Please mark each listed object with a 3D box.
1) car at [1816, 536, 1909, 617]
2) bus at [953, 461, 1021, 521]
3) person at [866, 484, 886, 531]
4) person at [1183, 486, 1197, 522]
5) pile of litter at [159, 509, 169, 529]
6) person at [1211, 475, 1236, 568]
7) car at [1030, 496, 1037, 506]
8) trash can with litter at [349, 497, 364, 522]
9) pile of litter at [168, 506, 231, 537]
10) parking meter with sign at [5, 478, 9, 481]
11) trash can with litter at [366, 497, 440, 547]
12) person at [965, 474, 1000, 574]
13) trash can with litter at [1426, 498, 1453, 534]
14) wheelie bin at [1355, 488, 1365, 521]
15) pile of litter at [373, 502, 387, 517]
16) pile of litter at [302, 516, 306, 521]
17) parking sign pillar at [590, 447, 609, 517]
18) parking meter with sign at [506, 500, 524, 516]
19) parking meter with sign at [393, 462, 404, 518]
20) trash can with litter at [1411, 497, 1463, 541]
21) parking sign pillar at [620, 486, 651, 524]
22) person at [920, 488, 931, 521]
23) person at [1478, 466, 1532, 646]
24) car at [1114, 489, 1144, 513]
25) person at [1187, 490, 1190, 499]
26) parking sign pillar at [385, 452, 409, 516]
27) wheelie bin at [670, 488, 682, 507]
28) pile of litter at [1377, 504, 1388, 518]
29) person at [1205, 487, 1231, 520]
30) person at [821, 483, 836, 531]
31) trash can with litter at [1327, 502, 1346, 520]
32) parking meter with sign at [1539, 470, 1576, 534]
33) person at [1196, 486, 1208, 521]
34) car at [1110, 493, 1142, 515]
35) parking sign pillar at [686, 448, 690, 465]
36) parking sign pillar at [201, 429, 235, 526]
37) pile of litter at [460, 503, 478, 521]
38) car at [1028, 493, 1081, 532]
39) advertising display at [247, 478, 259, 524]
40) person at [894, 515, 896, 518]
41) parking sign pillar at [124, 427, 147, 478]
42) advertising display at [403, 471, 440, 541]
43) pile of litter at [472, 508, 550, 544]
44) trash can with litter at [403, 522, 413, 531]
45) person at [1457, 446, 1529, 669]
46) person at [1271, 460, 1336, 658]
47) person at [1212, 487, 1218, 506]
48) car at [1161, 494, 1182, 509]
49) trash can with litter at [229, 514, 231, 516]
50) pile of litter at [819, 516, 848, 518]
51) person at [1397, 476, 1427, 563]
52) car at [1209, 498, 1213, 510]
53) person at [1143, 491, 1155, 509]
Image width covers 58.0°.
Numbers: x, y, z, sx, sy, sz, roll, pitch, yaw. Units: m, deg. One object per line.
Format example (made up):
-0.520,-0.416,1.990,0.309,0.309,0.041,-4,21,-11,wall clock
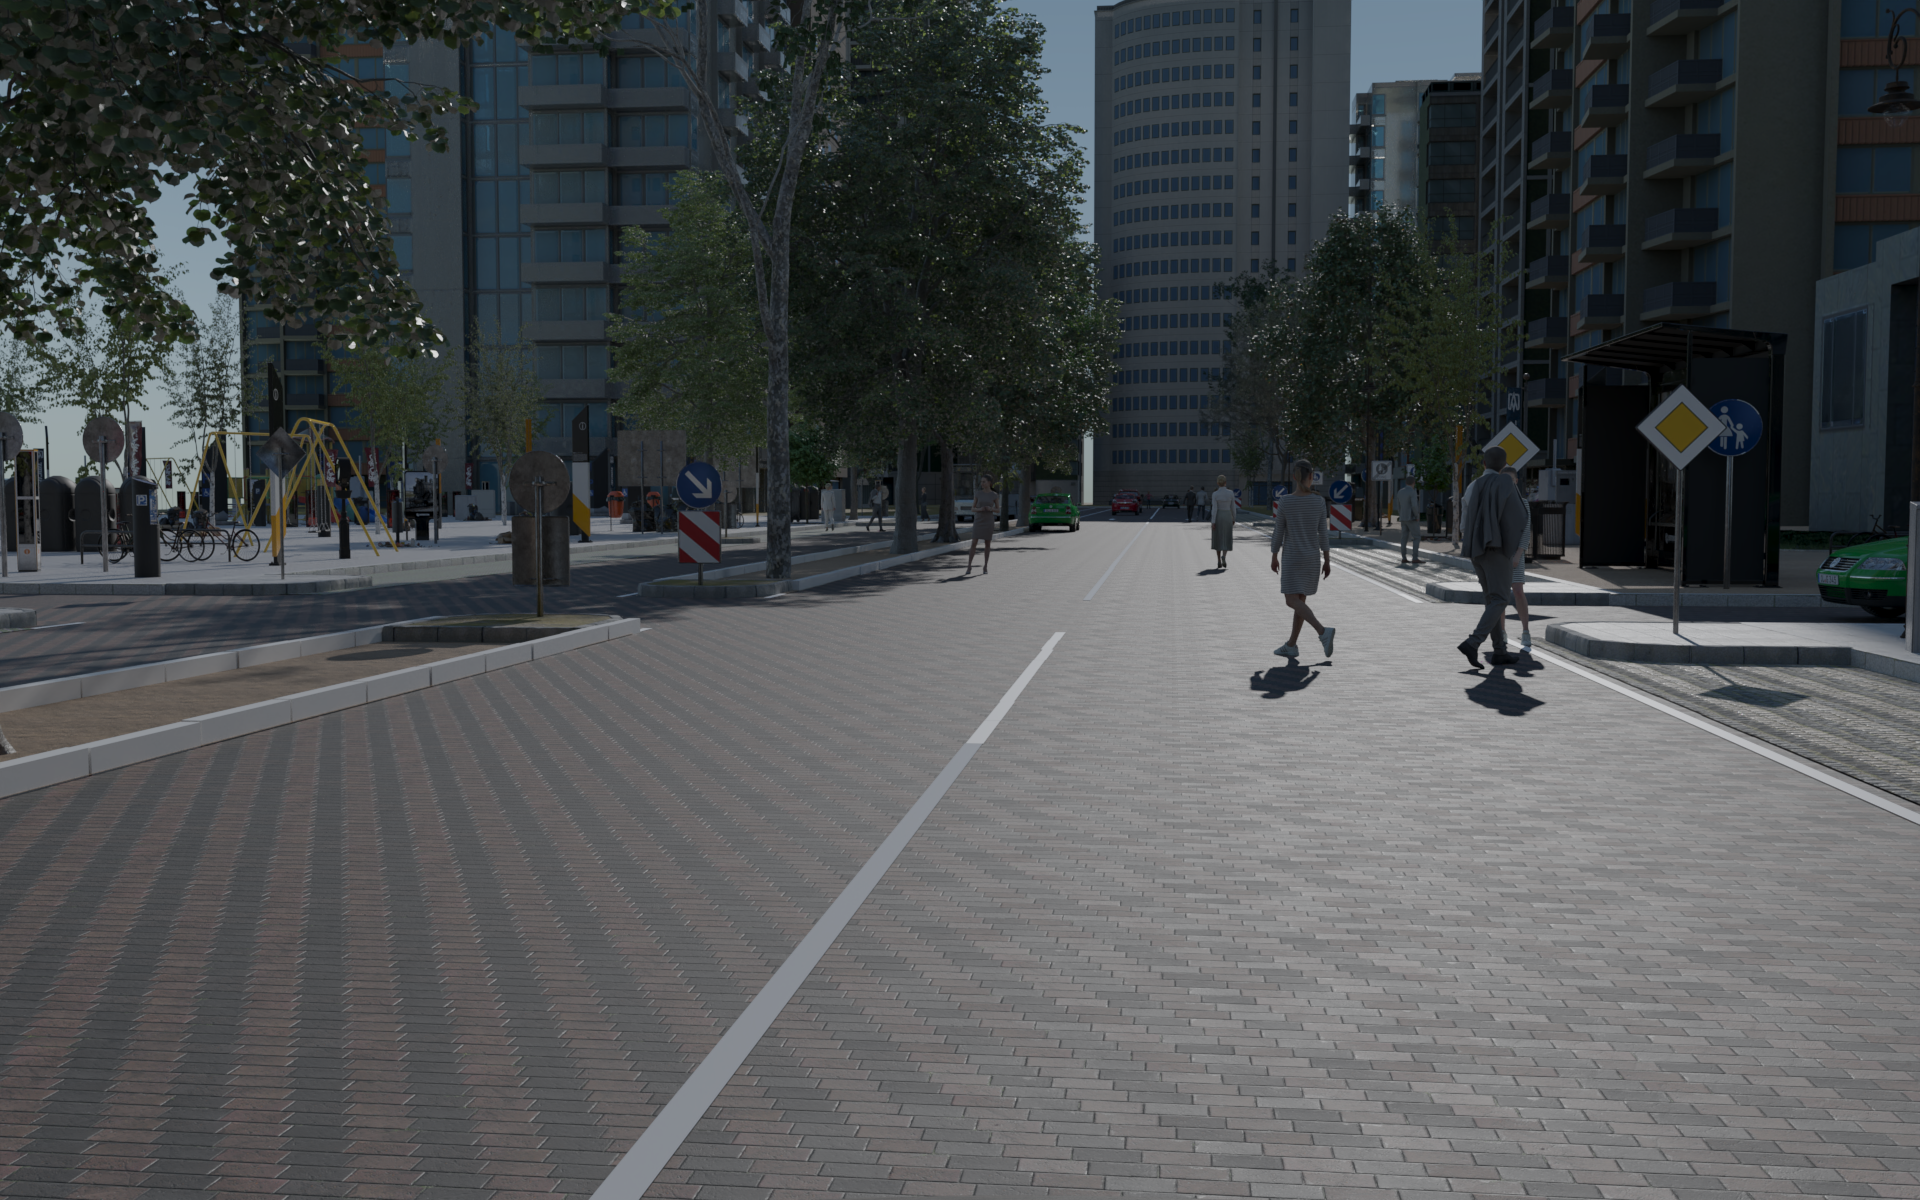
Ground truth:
12.112,-0.642,19.293,4.718,1.807,1.959,0,4,5,car
1.463,-6.070,94.108,2.948,3.499,13.247,0,4,8,bus
-3.235,-3.533,66.357,0.850,1.850,0.679,2,4,27,person
11.681,-4.862,87.767,0.659,1.850,0.755,1,4,19,person
-28.625,-2.996,62.954,1.719,0.858,1.176,0,4,8,pile of litter
5.078,-1.511,33.436,0.478,1.798,0.641,1,4,13,person
5.221,-6.441,117.897,1.945,1.354,3.894,1,4,8,car
-27.800,-4.156,79.343,1.055,1.170,0.624,2,4,28,trash can with litter
-22.931,-2.357,52.506,1.719,0.858,1.176,-1,4,-21,pile of litter
-46.490,-5.379,84.211,1.738,3.016,0.543,0,4,-7,parking meter with sign
-13.699,-1.921,42.461,1.678,1.210,2.233,-1,4,-21,trash can with litter
0.403,-1.352,30.942,0.599,1.781,0.374,0,4,5,person
15.633,-2.737,56.133,1.055,1.170,0.624,1,4,18,trash can with litter
19.088,-4.622,83.486,0.980,1.594,0.693,0,4,5,wheelie bin
-33.050,-5.127,97.784,1.719,0.858,1.176,-1,4,-18,pile of litter
-30.625,-4.157,81.929,1.176,0.858,1.719,1,4,11,pile of litter
-20.791,-6.798,99.616,1.447,3.967,1.447,2,4,30,parking sign pillar
-26.194,-6.540,103.185,0.543,3.016,1.738,3,4,38,parking meter with sign
-30.253,-5.981,94.054,0.543,3.016,1.738,-2,4,-31,parking meter with sign
13.281,-2.254,47.904,2.233,1.210,1.678,-2,4,-24,trash can with litter
-14.035,-5.295,75.045,1.447,3.967,1.447,3,4,38,parking sign pillar
-1.841,-4.960,90.011,0.534,1.772,0.576,-3,5,-40,person
5.238,-0.434,16.592,0.512,1.701,0.522,1,4,23,person
12.899,-7.566,132.374,2.281,1.827,5.304,0,4,5,car
21.170,-9.277,160.199,0.705,1.821,1.348,2,4,28,person
-33.205,-6.960,102.273,1.447,3.967,1.447,-1,4,-19,parking sign pillar
-14.839,-5.106,91.389,0.980,1.594,0.693,1,4,12,wheelie bin
22.399,-4.800,92.449,1.176,0.858,1.719,2,4,29,pile of litter
14.113,-5.214,93.971,1.509,1.804,0.699,1,4,14,person
-5.009,-3.529,66.077,0.514,1.842,0.818,-1,4,-16,person
19.133,-4.584,86.006,1.678,1.210,2.233,-1,4,-18,trash can with litter
19.622,-3.658,56.070,1.738,3.016,0.543,1,4,15,parking meter with sign
12.743,-5.079,91.381,0.661,1.843,0.795,1,4,22,person
11.263,-6.646,117.698,2.155,1.783,4.494,0,4,7,car
-15.954,-6.891,101.144,1.447,3.967,1.447,-1,4,-10,parking sign pillar
-30.629,-5.057,71.149,1.447,3.967,1.447,0,4,6,parking sign pillar
-23.204,-4.225,83.051,1.719,0.858,1.176,3,4,39,pile of litter
3.663,-3.544,66.744,1.959,1.807,4.718,0,4,7,car
-29.145,-4.050,71.437,0.123,1.923,0.974,0,4,0,advertising display
-2.338,-3.806,71.089,0.694,1.780,0.624,-2,4,-24,person
-32.750,-4.913,68.800,1.447,3.967,1.447,0,4,-6,parking sign pillar
-14.908,-2.614,47.960,0.974,1.923,0.123,-2,4,-34,advertising display
-11.553,-1.904,45.095,1.176,0.858,1.719,3,5,43,pile of litter
-19.115,-3.016,60.694,1.055,1.170,0.624,-1,4,-20,trash can with litter
4.427,-0.352,14.353,0.850,1.850,0.679,-2,4,-34,person
3.034,-0.362,15.175,0.466,1.731,0.760,-3,4,-38,person
14.225,-5.353,96.252,0.478,1.798,0.641,3,5,43,person
20.774,-9.818,170.308,2.009,1.686,4.222,0,4,7,car
-40.926,-5.141,95.110,2.233,1.210,1.678,0,4,6,trash can with litter
-6.899,-4.843,93.146,1.719,0.858,1.176,2,4,24,pile of litter
9.268,-1.658,35.704,0.391,1.810,0.635,-2,4,-34,person
23.327,-8.905,155.380,2.009,1.686,4.222,1,4,8,car
18.358,-9.736,168.408,1.217,1.743,0.721,0,4,-2,person
